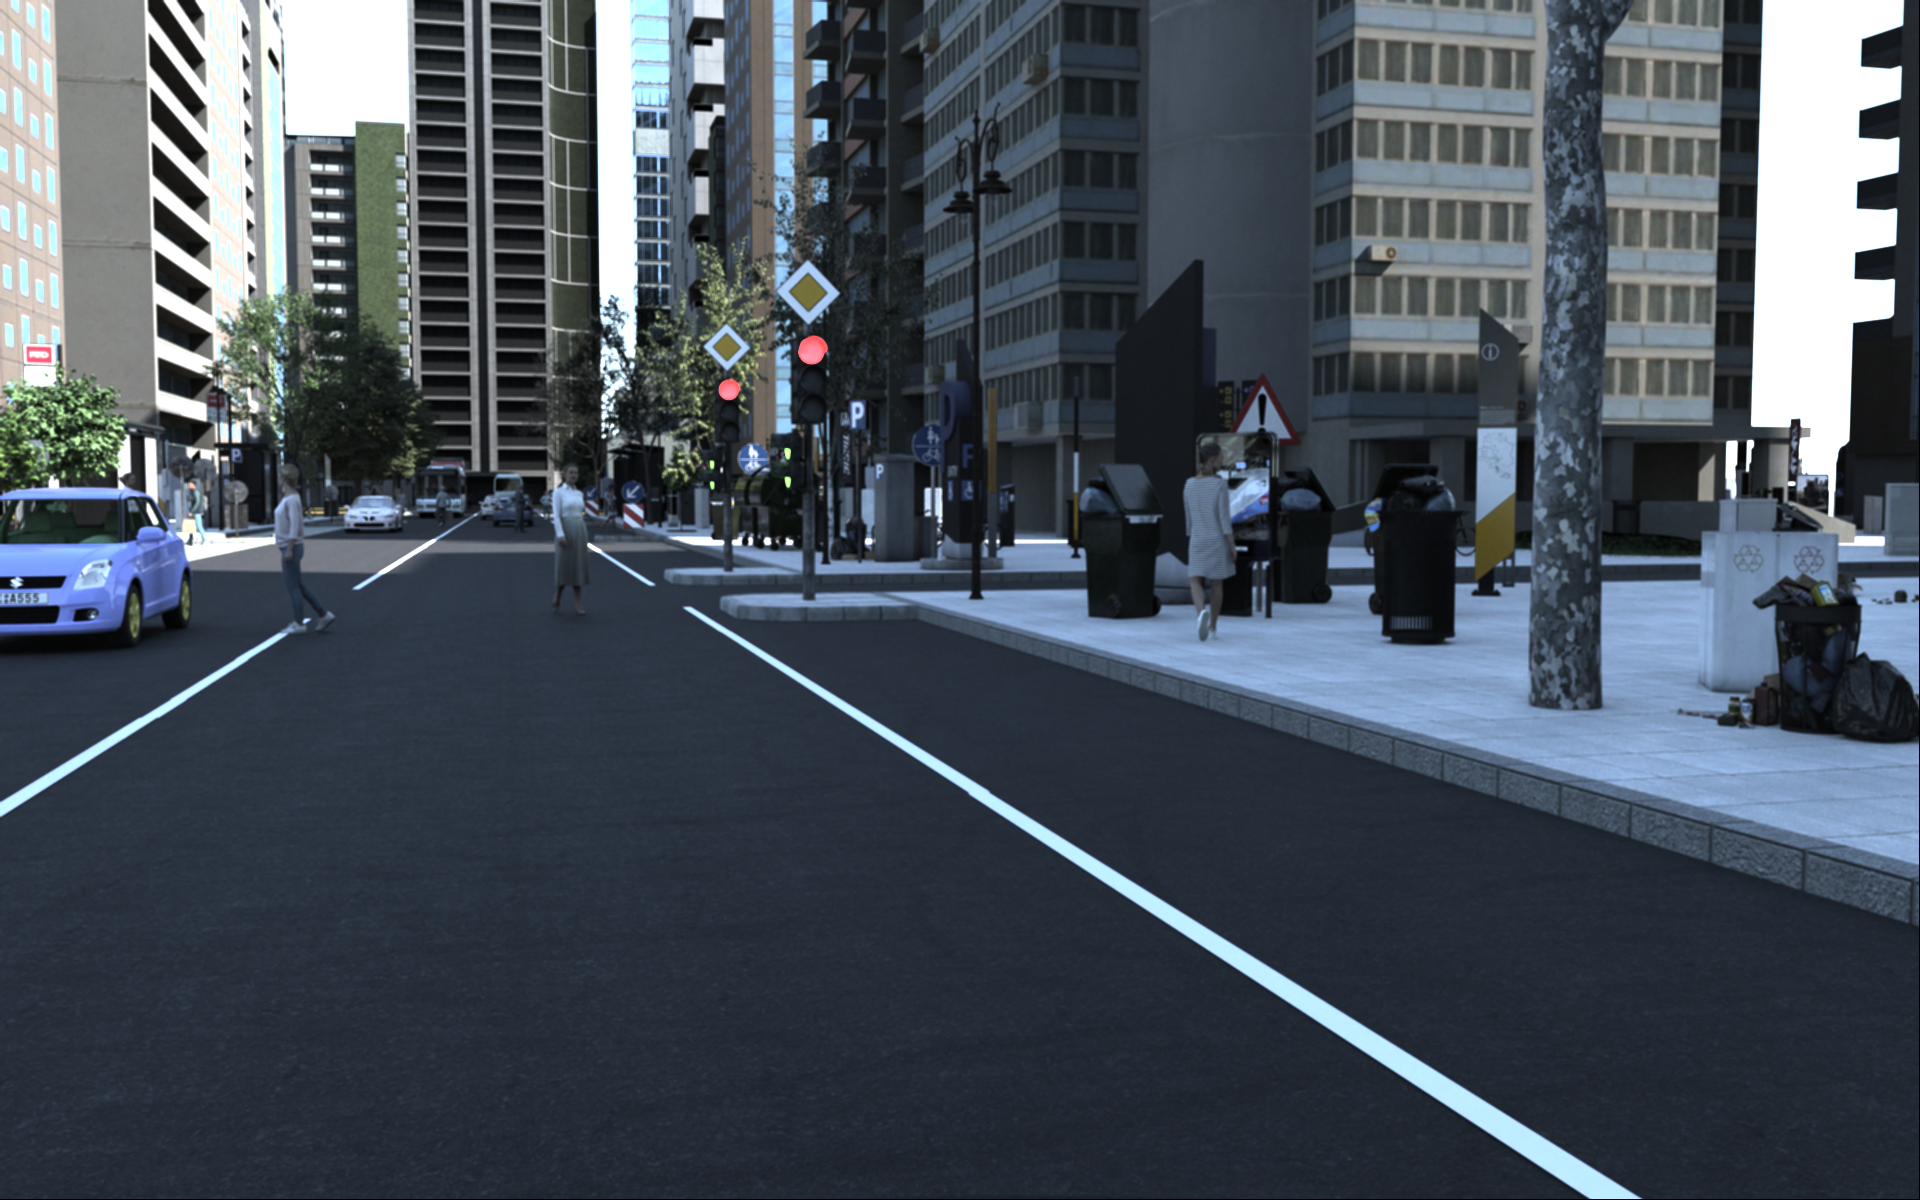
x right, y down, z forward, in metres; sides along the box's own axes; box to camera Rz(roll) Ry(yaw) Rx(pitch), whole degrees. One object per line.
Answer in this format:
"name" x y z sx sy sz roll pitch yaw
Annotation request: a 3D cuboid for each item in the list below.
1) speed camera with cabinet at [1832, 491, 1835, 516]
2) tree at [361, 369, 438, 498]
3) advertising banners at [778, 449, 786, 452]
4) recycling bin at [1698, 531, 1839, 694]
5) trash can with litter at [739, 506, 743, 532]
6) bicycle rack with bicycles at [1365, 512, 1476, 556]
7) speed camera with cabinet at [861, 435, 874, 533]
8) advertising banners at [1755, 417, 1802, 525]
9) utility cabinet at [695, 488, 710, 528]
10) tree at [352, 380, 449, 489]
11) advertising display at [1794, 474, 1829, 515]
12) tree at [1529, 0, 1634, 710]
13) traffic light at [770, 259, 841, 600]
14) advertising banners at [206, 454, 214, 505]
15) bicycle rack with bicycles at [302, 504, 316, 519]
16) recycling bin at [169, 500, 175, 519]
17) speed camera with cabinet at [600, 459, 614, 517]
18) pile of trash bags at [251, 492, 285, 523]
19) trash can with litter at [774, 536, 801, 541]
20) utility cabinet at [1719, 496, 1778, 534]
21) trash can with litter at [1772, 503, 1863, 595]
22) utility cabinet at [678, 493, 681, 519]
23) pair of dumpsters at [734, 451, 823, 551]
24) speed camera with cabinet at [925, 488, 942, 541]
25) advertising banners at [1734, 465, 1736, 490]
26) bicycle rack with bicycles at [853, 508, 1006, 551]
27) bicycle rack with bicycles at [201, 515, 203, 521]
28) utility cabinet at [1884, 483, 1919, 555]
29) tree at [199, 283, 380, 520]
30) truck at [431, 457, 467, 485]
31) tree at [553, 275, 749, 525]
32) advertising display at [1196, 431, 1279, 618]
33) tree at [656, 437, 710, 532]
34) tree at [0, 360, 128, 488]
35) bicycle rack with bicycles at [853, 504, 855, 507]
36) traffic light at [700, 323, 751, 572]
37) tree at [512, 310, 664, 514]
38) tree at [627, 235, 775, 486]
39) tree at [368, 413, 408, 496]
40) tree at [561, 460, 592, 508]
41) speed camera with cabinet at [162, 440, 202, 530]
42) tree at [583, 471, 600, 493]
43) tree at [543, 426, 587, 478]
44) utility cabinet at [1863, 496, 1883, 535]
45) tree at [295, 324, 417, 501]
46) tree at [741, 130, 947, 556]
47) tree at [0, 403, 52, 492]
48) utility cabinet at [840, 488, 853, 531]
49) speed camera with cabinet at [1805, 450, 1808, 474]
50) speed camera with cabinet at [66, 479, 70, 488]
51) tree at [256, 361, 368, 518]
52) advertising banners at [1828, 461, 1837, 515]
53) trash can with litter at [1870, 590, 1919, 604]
"speed camera with cabinet" 52.209 -6.565 101.666 2.038 3.252 0.660 -1 4 -22
"tree" -50.541 -14.540 155.851 7.486 12.596 7.792 0 3 0
"advertising banners" -6.803 -3.915 60.204 2.074 3.025 0.090 -2 4 -27
"recycling bin" 5.309 0.070 11.412 0.722 1.027 0.722 1 4 15
"trash can with litter" -6.979 -2.828 57.623 1.055 1.170 0.624 0 4 7
"bicycle rack with bicycles" 9.651 -1.403 36.316 2.925 0.926 2.852 -2 4 -28
"speed camera with cabinet" -2.871 -3.848 57.245 0.660 3.252 2.038 0 4 3
"advertising banners" 19.111 -2.709 40.482 0.090 3.025 2.074 0 4 0
"utility cabinet" -9.667 -3.445 64.999 0.318 1.500 1.173 -1 4 -21
"tree" -55.152 -15.479 170.084 9.611 12.733 9.660 0 3 0
"advertising display" 26.795 -3.015 54.510 0.974 1.923 0.123 1 4 15
"tree" 3.438 -9.329 8.417 12.611 20.169 13.585 0 3 0
"traffic light" -1.846 -1.953 20.858 0.839 4.253 0.868 -1 4 -15
"advertising banners" -33.530 -4.971 77.470 0.090 3.025 2.074 -2 4 -32
"bicycle rack with bicycles" -34.467 -4.596 88.519 2.925 0.926 2.852 -2 4 -34
"recycling bin" -40.432 -4.627 88.209 0.722 1.027 0.722 3 4 38
"speed camera with cabinet" -19.107 -6.286 97.111 2.038 3.252 0.660 -1 4 -21
"pile of trash bags" -31.417 -4.276 79.663 1.912 1.369 3.447 -1 4 -9
"trash can with litter" -4.706 -2.228 47.816 1.055 1.170 0.624 -1 4 -22
"utility cabinet" 11.254 -0.832 24.765 1.020 1.237 0.306 -2 4 -35
"trash can with litter" 10.935 -0.654 22.084 1.055 1.170 0.624 3 5 41
"utility cabinet" -13.925 -4.786 86.932 0.318 1.500 1.173 -2 4 -31
"pair of dumpsters" -4.295 -2.359 41.057 1.574 2.255 4.437 -1 4 -15
"speed camera with cabinet" -0.277 -3.305 48.372 0.660 3.252 2.038 2 4 27
"advertising banners" 46.957 -6.556 103.383 0.090 3.025 2.074 -1 4 -19
"bicycle rack with bicycles" -0.775 -1.581 39.228 2.925 0.926 2.852 3 4 38
"bicycle rack with bicycles" -34.895 -4.110 80.577 2.852 0.926 2.925 3 4 36
"utility cabinet" 19.838 -1.663 35.868 1.173 1.500 0.318 1 4 9
"tree" -32.534 -9.690 84.181 9.928 11.665 9.643 0 3 0
"truck" -39.782 -8.915 134.678 2.839 4.237 11.283 -1 4 -16
"tree" -13.077 -8.484 73.131 8.767 10.594 7.601 0 4 -5
"advertising display" 2.897 -0.793 18.178 0.974 1.923 0.123 3 5 44
"tree" -9.630 -3.947 59.130 1.663 3.219 1.824 0 3 0
"tree" -22.122 -3.610 42.730 4.285 4.588 4.351 0 3 0
"bicycle rack with bicycles" -3.349 -3.156 64.984 2.925 0.926 2.852 -2 4 -27
"traffic light" -3.859 -2.426 28.586 0.839 4.253 0.868 -1 4 -15
"tree" -24.053 -12.486 114.510 12.009 13.543 11.850 0 3 0
"tree" -7.033 -6.060 49.436 4.737 8.622 4.395 0 3 0
"tree" -48.398 -11.900 144.934 4.737 8.622 4.395 0 3 0
"tree" -36.500 -11.080 164.877 4.285 4.588 4.351 0 3 0
"speed camera with cabinet" -28.300 -4.196 62.946 2.038 3.252 0.660 3 5 43
"tree" -30.345 -9.110 143.545 1.663 3.219 1.824 0 3 0
"tree" -39.956 -13.807 176.105 4.360 8.622 3.978 0 3 0
"utility cabinet" 29.056 -2.687 55.100 0.306 1.237 1.020 1 4 13
"tree" -45.735 -13.722 131.011 9.857 13.997 8.962 0 3 0
"tree" -2.584 -5.195 35.306 4.360 8.622 3.978 0 3 0
"tree" -20.261 -2.583 36.826 1.663 3.219 1.824 0 3 0
"utility cabinet" -3.905 -3.103 59.411 0.318 1.500 1.173 -1 4 -13
"speed camera with cabinet" 37.555 -5.147 78.484 2.038 3.252 0.660 2 4 35
"speed camera with cabinet" -34.348 -4.366 65.726 2.038 3.252 0.660 -1 4 -18
"tree" -34.994 -8.676 92.221 4.737 8.622 4.395 0 3 0
"advertising banners" 42.381 -5.431 84.987 2.074 3.025 0.090 2 4 31
"trash can with litter" 11.748 -0.590 20.708 2.233 1.210 1.678 -1 4 -15
